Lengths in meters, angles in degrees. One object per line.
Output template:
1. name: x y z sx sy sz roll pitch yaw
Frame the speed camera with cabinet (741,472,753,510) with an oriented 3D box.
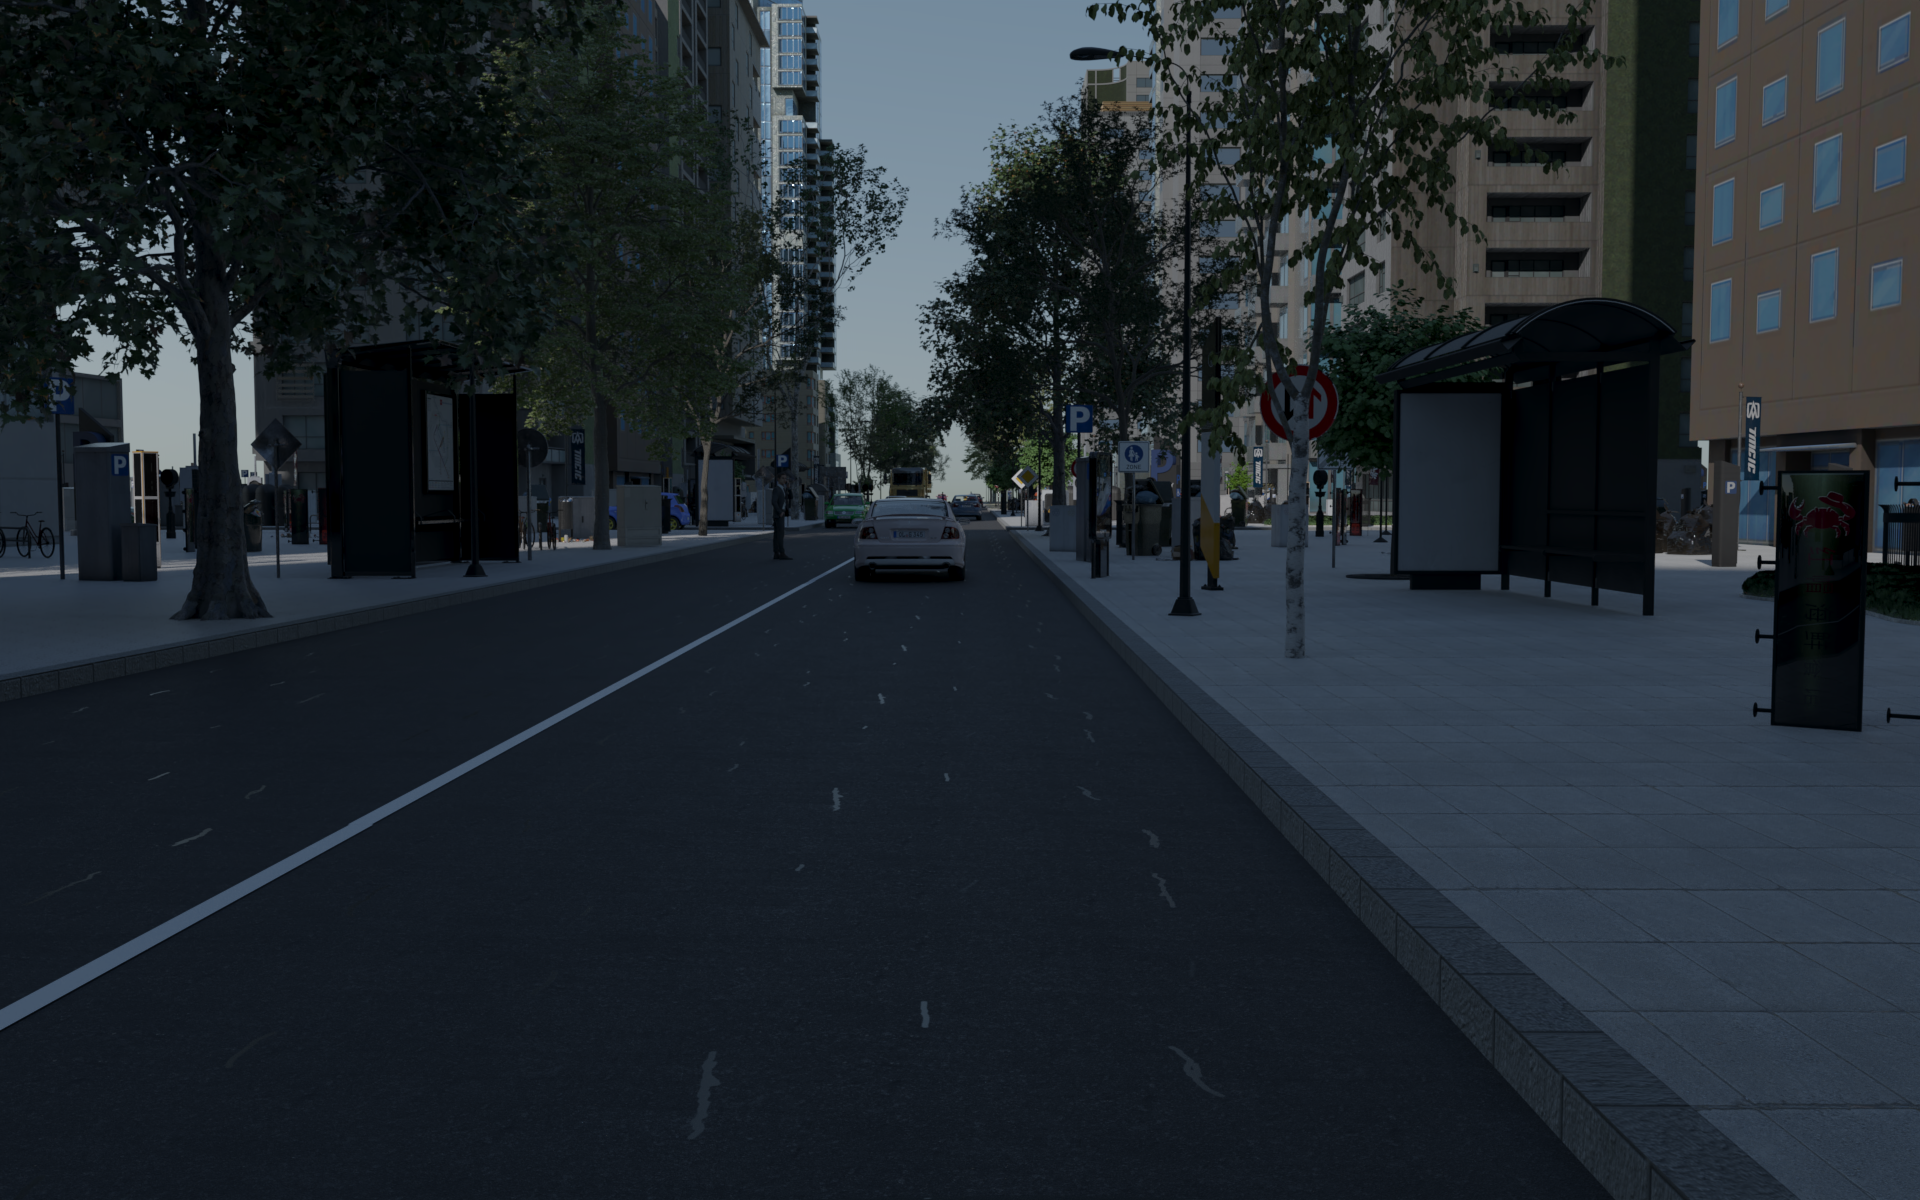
1. speed camera with cabinet: -16.851 -8.741 137.247 0.660 3.252 2.038 3 4 38

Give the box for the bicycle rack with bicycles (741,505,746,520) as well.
1. bicycle rack with bicycles: -10.027 -4.335 84.267 2.852 0.926 2.925 0 4 5

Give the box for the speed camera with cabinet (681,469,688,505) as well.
1. speed camera with cabinet: -21.931 -8.890 139.686 0.660 3.252 2.038 1 4 11

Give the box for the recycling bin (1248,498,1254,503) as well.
1. recycling bin: 19.251 -6.311 115.731 0.722 1.027 0.722 1 4 15

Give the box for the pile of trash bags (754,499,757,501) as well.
1. pile of trash bags: -13.132 -6.892 122.438 1.912 1.369 3.447 3 4 39

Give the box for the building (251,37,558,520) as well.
1. building: -26.974 -24.793 88.953 14.154 41.232 14.086 0 4 0

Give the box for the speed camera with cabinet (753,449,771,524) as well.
1. speed camera with cabinet: -8.523 -4.940 75.097 0.660 3.252 2.038 0 4 -8

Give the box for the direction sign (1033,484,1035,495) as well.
1. direction sign: 4.532 -6.979 106.105 0.876 3.537 0.379 -2 4 -33

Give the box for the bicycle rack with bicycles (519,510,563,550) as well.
1. bicycle rack with bicycles: -10.539 -1.646 40.300 2.852 0.926 2.925 -1 4 -13

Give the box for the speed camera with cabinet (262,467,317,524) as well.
1. speed camera with cabinet: -28.887 -4.918 74.751 2.038 3.252 0.660 -1 4 -21

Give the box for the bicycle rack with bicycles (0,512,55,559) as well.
1. bicycle rack with bicycles: -19.787 -1.297 34.586 2.925 0.926 2.852 3 5 43

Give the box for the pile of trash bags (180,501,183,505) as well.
1. pile of trash bags: -63.681 -8.095 142.098 3.447 1.369 1.912 2 4 28

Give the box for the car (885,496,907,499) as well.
1. car: -3.626 -5.238 98.215 1.945 1.354 3.894 0 4 0

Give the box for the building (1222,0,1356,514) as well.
1. building: 31.875 -30.777 122.815 23.786 49.044 30.456 0 4 0

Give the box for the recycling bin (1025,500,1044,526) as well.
1. recycling bin: 2.988 -3.467 69.241 0.722 1.027 0.722 0 4 7

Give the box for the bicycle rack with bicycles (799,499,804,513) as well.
1. bicycle rack with bicycles: -11.198 -7.781 140.599 2.852 0.926 2.925 2 4 26

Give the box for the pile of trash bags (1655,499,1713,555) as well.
1. pile of trash bags: 15.160 -1.730 38.042 1.912 1.369 3.447 -2 4 -31

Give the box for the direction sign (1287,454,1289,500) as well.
1. direction sign: 18.525 -6.477 97.900 0.379 3.537 0.876 1 4 13

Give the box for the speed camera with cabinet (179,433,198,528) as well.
1. speed camera with cabinet: -25.305 -3.833 57.006 0.660 3.252 2.038 -1 4 -19

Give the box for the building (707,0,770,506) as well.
1. building: -35.082 -36.007 177.951 28.713 52.752 27.495 0 4 0

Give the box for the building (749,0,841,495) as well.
1. building: -30.508 -59.447 284.636 22.319 86.520 31.000 0 4 0

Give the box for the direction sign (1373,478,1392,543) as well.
1. direction sign: 11.166 -3.295 45.870 0.876 3.537 0.379 -3 4 -38

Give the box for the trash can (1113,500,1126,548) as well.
1. trash can: 4.045 -1.827 41.522 0.748 1.137 0.748 0 3 0

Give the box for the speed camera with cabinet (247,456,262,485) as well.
1. speed camera with cabinet: -37.250 -5.835 89.742 2.038 3.252 0.660 -1 4 -12

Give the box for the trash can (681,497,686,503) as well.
1. trash can: -13.590 -4.407 83.715 0.748 1.137 0.748 0 3 0

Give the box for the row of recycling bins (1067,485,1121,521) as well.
1. row of recycling bins: 6.331 -4.647 83.097 3.534 1.692 1.069 -3 4 -37

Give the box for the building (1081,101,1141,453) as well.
1. building: 29.187 -44.315 266.556 21.231 58.520 28.212 0 4 0

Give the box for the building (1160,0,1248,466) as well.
1. building: 28.876 -37.722 158.755 21.231 58.520 28.212 0 4 0

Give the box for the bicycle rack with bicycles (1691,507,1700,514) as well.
1. bicycle rack with bicycles: 31.556 -3.495 70.518 2.852 0.926 2.925 -1 4 -21

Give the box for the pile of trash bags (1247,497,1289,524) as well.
1. pile of trash bags: 13.683 -3.944 74.236 1.912 1.369 3.447 -1 4 -21

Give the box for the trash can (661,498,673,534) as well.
1. trash can: -9.671 -2.717 56.079 0.748 1.137 0.748 0 3 0

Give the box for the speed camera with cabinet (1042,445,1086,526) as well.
1. speed camera with cabinet: 4.360 -4.649 70.339 2.038 3.252 0.660 2 4 25

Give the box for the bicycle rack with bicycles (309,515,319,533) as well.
1. bicycle rack with bicycles: -19.874 -2.637 56.503 2.925 0.926 2.852 3 4 38

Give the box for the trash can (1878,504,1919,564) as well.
1. trash can: 13.092 -0.751 23.940 0.748 1.137 0.748 0 3 0

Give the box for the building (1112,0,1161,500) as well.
1. building: 29.151 -53.533 187.928 22.319 86.520 31.000 0 4 0

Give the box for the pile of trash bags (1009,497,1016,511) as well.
1. pile of trash bags: 4.946 -7.625 134.416 1.912 1.369 3.447 -1 4 -10

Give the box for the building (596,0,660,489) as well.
1. building: -27.610 -28.185 110.935 14.600 45.320 14.200 0 4 0

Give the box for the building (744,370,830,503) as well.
1. building: -34.230 -25.173 256.620 27.650 21.520 28.899 0 4 0

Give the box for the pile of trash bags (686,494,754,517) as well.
1. pile of trash bags: -13.488 -5.233 95.315 3.447 1.369 1.912 -3 4 -37

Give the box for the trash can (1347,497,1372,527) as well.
1. trash can: 15.735 -3.427 67.684 0.748 1.137 0.748 0 3 0

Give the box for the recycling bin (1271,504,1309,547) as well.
1. recycling bin: 8.005 -1.803 42.037 0.722 1.027 0.722 -1 4 -8

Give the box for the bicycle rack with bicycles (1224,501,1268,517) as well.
1. bicycle rack with bicycles: 14.135 -4.356 84.608 2.925 0.926 2.852 3 5 40

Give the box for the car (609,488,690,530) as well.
1. car: -12.107 -3.424 65.579 3.694 1.707 1.945 0 4 -1

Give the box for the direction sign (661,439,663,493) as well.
1. direction sign: -12.072 -4.783 70.195 0.379 3.537 0.876 -1 4 -15

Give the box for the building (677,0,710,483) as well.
1. building: -30.919 -43.716 153.001 20.563 71.187 20.611 0 4 0

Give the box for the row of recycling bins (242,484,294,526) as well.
1. row of recycling bins: -28.111 -3.833 69.775 3.534 1.692 1.069 2 4 30

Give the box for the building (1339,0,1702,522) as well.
1. building: 27.287 -19.217 85.908 14.107 30.474 14.160 0 4 0

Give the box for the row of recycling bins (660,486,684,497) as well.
1. row of recycling bins: -16.211 -5.103 90.541 3.534 1.692 1.069 0 4 -5

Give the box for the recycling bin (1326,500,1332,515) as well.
1. recycling bin: 17.365 -4.140 80.247 0.722 1.027 0.722 0 4 6

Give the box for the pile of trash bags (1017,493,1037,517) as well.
1. pile of trash bags: 4.406 -5.210 94.930 1.912 1.369 3.447 0 4 -4

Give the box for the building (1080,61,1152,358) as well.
1. building: 28.828 -52.162 291.104 20.563 71.187 20.611 0 4 0

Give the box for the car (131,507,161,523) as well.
1. car: -32.001 -3.176 63.723 4.920 1.459 2.131 0 4 -1

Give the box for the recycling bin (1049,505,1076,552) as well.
1. recycling bin: 2.459 -1.610 38.880 0.722 1.027 0.722 2 4 24
